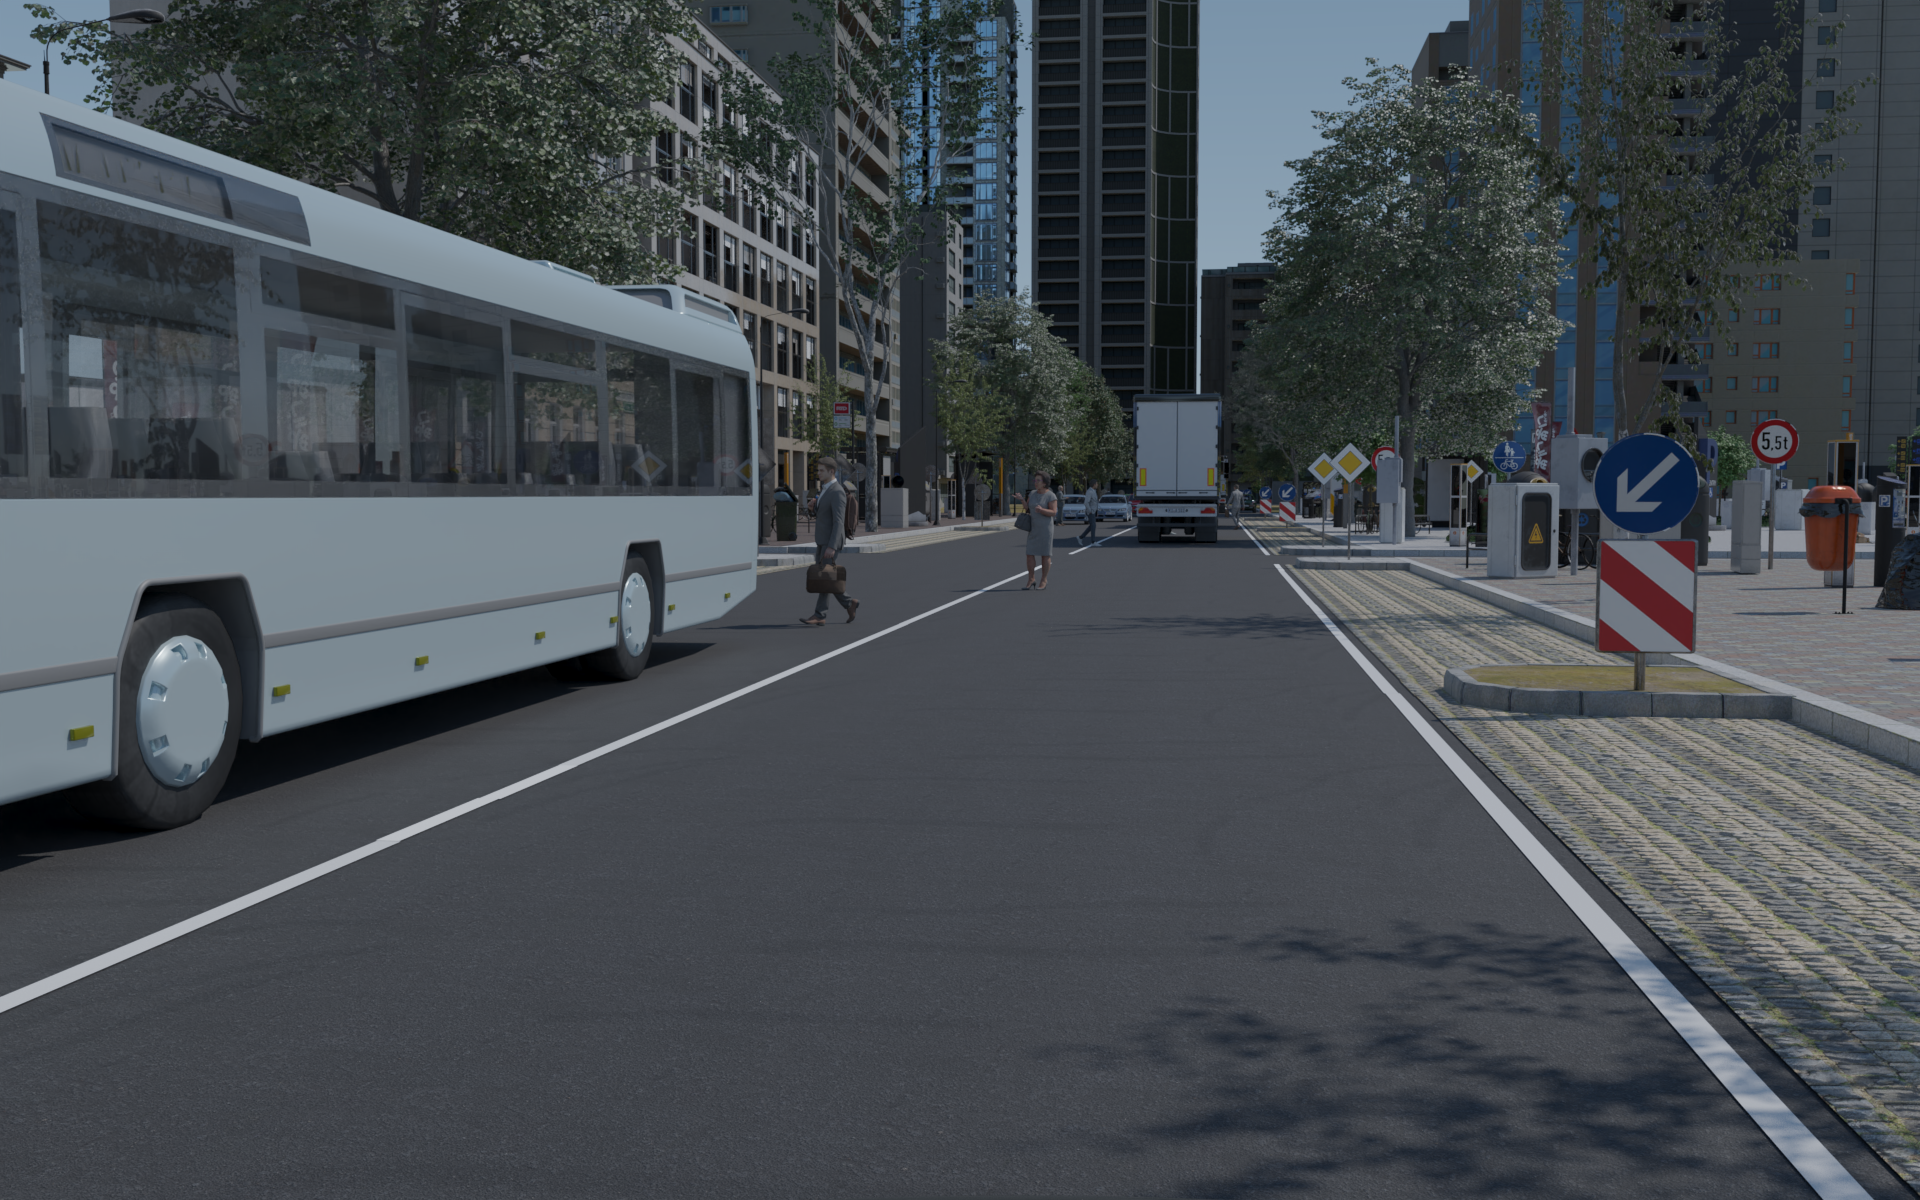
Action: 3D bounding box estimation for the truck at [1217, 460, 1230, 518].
[{"bbox_3d":[10.122,-4.931,76.540,3.469,3.379,9.791,1,4,9],"label":"truck"}]

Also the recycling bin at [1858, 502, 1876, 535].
[{"bbox_3d":[28.412,-2.574,54.641,0.722,1.027,0.722,3,4,38],"label":"recycling bin"}]

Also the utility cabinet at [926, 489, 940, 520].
[{"bbox_3d":[-1.544,-4.563,83.290,1.173,1.500,0.318,1,4,10],"label":"utility cabinet"}]

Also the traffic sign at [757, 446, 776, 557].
[{"bbox_3d":[-4.143,-1.943,35.409,0.795,2.450,0.064,1,4,8],"label":"traffic sign"}]

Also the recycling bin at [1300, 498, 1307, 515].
[{"bbox_3d":[20.918,-5.603,104.163,0.722,1.027,0.722,2,4,30],"label":"recycling bin"}]

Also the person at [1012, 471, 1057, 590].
[{"bbox_3d":[1.077,-1.038,25.837,0.716,1.782,0.532,3,4,38],"label":"person"}]

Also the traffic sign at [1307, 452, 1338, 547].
[{"bbox_3d":[8.729,-2.321,41.584,0.795,2.450,0.064,1,4,8],"label":"traffic sign"}]

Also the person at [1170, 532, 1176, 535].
[{"bbox_3d":[7.330,-3.218,61.096,0.573,1.828,0.580,2,4,29],"label":"person"}]

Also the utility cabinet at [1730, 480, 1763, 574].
[{"bbox_3d":[12.752,-1.185,28.062,0.318,1.500,1.173,1,4,17],"label":"utility cabinet"}]

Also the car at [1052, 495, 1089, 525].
[{"bbox_3d":[5.375,-4.323,82.687,2.014,1.417,4.499,0,4,7],"label":"car"}]

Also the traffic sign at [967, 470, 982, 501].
[{"bbox_3d":[0.797,-5.502,89.964,0.884,2.594,0.081,1,4,16],"label":"traffic sign"}]

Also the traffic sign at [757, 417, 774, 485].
[{"bbox_3d":[-6.039,-3.208,46.321,2.265,3.308,0.079,1,4,17],"label":"traffic sign"}]

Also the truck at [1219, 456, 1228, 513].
[{"bbox_3d":[19.114,-8.805,132.867,2.839,4.237,11.283,0,4,7],"label":"truck"}]

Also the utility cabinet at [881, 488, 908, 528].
[{"bbox_3d":[-2.449,-3.444,64.988,1.173,1.500,0.318,3,5,43],"label":"utility cabinet"}]

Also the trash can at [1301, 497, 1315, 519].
[{"bbox_3d":[18.121,-4.803,90.187,0.748,1.137,0.748,0,3,0],"label":"trash can"}]

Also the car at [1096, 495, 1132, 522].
[{"bbox_3d":[7.999,-4.790,90.324,2.014,1.417,4.499,1,4,9],"label":"car"}]

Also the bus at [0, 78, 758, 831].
[{"bbox_3d":[-4.130,-0.944,10.300,2.948,3.499,13.247,0,4,8],"label":"bus"}]

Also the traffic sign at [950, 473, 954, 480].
[{"bbox_3d":[-0.190,-6.100,99.847,0.768,2.556,0.104,1,4,12],"label":"traffic sign"}]

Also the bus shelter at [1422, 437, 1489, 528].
[{"bbox_3d":[18.245,-4.270,63.732,2.014,3.302,5.546,1,4,8],"label":"bus shelter"}]

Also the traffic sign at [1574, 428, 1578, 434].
[{"bbox_3d":[12.027,-2.080,34.009,0.884,2.594,0.081,1,4,15],"label":"traffic sign"}]

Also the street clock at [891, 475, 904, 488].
[{"bbox_3d":[-2.407,-3.815,66.947,0.471,2.002,0.358,-1,4,-14],"label":"street clock"}]

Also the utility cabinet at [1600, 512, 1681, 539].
[{"bbox_3d":[9.807,-0.998,24.990,1.173,1.500,0.318,-1,4,-18],"label":"utility cabinet"}]

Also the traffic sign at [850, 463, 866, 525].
[{"bbox_3d":[-4.185,-4.317,70.685,0.768,2.556,0.104,1,4,9],"label":"traffic sign"}]

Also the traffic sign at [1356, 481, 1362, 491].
[{"bbox_3d":[21.407,-5.645,92.400,0.768,2.556,0.104,1,4,15],"label":"traffic sign"}]

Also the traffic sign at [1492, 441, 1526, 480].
[{"bbox_3d":[13.115,-2.527,41.425,0.768,2.556,0.104,1,4,12],"label":"traffic sign"}]

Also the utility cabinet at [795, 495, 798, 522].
[{"bbox_3d":[-7.777,-4.087,77.987,1.020,1.237,0.306,2,4,30],"label":"utility cabinet"}]

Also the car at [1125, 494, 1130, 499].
[{"bbox_3d":[12.614,-7.018,126.549,2.131,1.459,4.920,1,4,9],"label":"car"}]

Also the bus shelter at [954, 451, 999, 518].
[{"bbox_3d":[0.955,-6.471,97.088,1.731,3.624,6.357,1,4,8],"label":"bus shelter"}]

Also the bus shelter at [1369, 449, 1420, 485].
[{"bbox_3d":[21.220,-6.592,85.409,2.179,5.291,8.768,1,4,8],"label":"bus shelter"}]

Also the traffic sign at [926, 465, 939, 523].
[{"bbox_3d":[-1.295,-4.653,76.185,0.768,2.556,0.104,1,4,13],"label":"traffic sign"}]

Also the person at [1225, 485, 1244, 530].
[{"bbox_3d":[11.077,-3.732,69.645,0.709,1.813,0.853,-2,4,-27],"label":"person"}]

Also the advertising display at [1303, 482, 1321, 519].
[{"bbox_3d":[18.475,-5.240,90.884,0.974,1.923,0.123,0,4,-4],"label":"advertising display"}]

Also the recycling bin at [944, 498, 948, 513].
[{"bbox_3d":[-0.630,-6.418,117.482,0.722,1.027,0.722,1,4,21],"label":"recycling bin"}]

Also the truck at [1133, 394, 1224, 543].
[{"bbox_3d":[6.865,-3.988,54.117,2.839,4.237,11.283,0,4,8],"label":"truck"}]

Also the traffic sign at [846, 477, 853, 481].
[{"bbox_3d":[-4.758,-4.375,71.542,0.884,2.594,0.081,1,4,9],"label":"traffic sign"}]

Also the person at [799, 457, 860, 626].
[{"bbox_3d":[-1.390,-0.636,18.870,0.822,1.834,0.622,-2,4,-31],"label":"person"}]

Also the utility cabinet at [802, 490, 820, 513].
[{"bbox_3d":[-8.907,-5.857,104.441,1.173,1.500,0.318,-1,4,-9],"label":"utility cabinet"}]

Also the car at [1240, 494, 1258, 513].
[{"bbox_3d":[21.735,-7.486,132.179,2.009,1.686,4.222,1,4,8],"label":"car"}]

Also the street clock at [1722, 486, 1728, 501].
[{"bbox_3d":[37.721,-4.945,85.414,0.358,2.002,0.471,2,4,29],"label":"street clock"}]

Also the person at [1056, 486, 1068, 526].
[{"bbox_3d":[4.586,-4.231,77.855,0.590,1.801,0.661,0,4,-8],"label":"person"}]

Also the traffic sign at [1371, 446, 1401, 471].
[{"bbox_3d":[11.307,-2.808,46.022,0.768,2.556,0.104,1,4,18],"label":"traffic sign"}]

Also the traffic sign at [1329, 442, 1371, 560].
[{"bbox_3d":[7.574,-1.837,33.683,0.795,2.450,0.064,1,4,8],"label":"traffic sign"}]

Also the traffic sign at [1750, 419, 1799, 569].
[{"bbox_3d":[13.804,-1.793,29.424,0.768,2.556,0.104,1,4,11],"label":"traffic sign"}]

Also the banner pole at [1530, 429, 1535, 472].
[{"bbox_3d":[19.713,-4.207,58.801,0.863,3.779,0.401,-1,4,-12],"label":"banner pole"}]

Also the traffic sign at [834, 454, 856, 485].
[{"bbox_3d":[-2.989,-2.426,43.311,0.795,2.450,0.064,1,4,8],"label":"traffic sign"}]

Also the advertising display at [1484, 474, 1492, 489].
[{"bbox_3d":[17.318,-3.159,56.857,0.123,1.923,0.974,1,4,11],"label":"advertising display"}]

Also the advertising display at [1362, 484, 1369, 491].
[{"bbox_3d":[22.180,-5.404,93.562,0.974,1.923,0.123,1,4,17],"label":"advertising display"}]

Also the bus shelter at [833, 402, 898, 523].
[{"bbox_3d":[-4.055,-6.137,77.967,2.179,5.291,8.768,1,4,8],"label":"bus shelter"}]

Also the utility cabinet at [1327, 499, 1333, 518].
[{"bbox_3d":[19.893,-5.108,92.193,1.173,1.500,0.318,-2,4,-32],"label":"utility cabinet"}]

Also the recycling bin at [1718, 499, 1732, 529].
[{"bbox_3d":[28.326,-3.107,63.349,0.722,1.027,0.722,3,5,41],"label":"recycling bin"}]

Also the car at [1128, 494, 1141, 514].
[{"bbox_3d":[11.689,-6.326,112.469,2.155,1.783,4.494,0,4,7],"label":"car"}]

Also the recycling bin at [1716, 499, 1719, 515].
[{"bbox_3d":[41.833,-5.027,94.739,0.722,1.027,0.722,3,5,44],"label":"recycling bin"}]

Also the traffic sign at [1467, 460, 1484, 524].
[{"bbox_3d":[17.179,-3.489,58.224,0.795,2.450,0.064,1,4,17],"label":"traffic sign"}]
